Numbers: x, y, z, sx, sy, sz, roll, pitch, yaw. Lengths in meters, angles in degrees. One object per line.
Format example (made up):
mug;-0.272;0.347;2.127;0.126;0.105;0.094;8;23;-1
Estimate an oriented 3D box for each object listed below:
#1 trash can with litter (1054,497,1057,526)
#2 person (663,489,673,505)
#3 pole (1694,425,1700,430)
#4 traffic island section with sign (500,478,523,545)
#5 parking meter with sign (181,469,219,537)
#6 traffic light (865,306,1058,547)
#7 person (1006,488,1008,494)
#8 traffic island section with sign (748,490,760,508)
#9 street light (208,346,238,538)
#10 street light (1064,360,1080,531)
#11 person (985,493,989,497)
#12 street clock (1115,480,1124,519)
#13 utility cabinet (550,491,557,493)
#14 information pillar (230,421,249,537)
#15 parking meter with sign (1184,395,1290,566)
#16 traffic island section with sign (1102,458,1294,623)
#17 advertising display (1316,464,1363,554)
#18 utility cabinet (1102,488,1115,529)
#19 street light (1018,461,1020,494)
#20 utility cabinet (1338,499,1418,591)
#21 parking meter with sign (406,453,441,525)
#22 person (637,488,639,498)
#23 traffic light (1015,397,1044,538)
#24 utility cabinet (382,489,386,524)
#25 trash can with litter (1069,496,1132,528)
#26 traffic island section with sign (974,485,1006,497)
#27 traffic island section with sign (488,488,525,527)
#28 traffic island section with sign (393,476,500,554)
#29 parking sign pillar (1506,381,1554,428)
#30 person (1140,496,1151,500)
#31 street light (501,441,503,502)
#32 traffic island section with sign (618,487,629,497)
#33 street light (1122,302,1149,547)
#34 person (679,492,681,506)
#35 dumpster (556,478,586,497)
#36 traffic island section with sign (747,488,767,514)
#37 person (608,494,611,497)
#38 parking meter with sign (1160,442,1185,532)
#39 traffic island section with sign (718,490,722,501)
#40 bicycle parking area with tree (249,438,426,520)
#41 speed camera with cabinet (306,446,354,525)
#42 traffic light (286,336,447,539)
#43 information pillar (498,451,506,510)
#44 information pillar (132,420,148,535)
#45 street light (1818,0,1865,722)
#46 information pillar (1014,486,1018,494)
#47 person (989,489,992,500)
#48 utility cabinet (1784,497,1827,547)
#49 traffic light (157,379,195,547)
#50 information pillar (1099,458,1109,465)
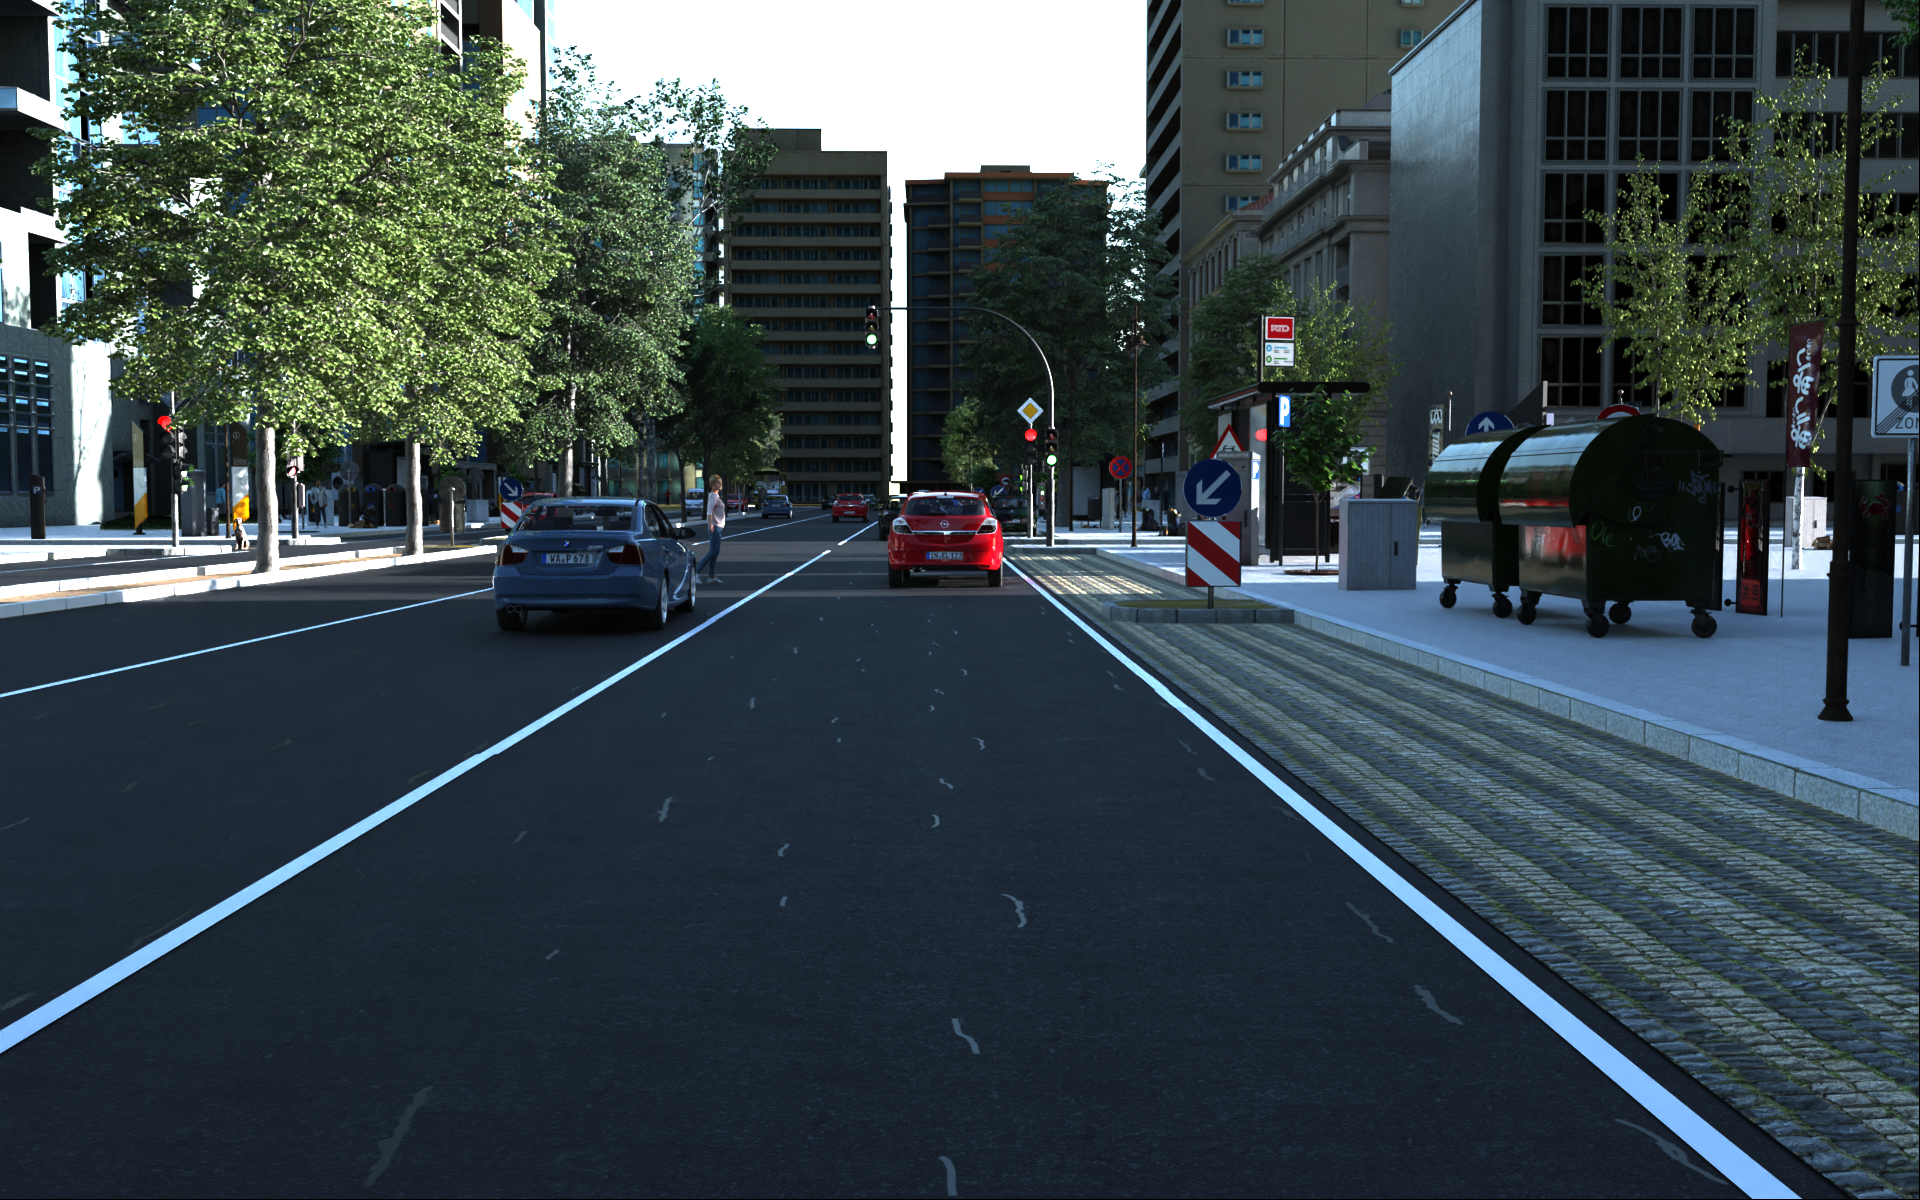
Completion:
trash can with litter;4.017;-3.532;69.142;0.624;1.170;1.055;1;4;21
person;-33.264;-11.696;197.209;1.348;1.831;0.705;1;4;9
pole;21.627;-3.493;50.949;0.158;3.312;0.155;0;3;0
traffic island section with sign;-12.727;-2.544;49.734;2.006;1.907;1.989;0;4;-1
parking meter with sign;-23.166;-3.432;52.375;0.543;3.016;1.738;1;4;14
traffic light;0.090;-4.124;42.096;4.771;5.953;1.251;0;4;-1
person;4.177;-9.002;153.226;0.705;1.824;1.348;2;4;35
traffic island section with sign;-21.543;-10.472;179.846;1.989;1.847;2.006;0;4;-1
street light;-21.203;-4.723;50.013;0.468;5.910;1.993;0;4;-1
street light;3.854;-5.327;59.877;0.468;5.910;1.993;0;4;-1
person;2.115;-9.584;162.749;1.348;1.822;0.705;-1;4;-18
street clock;8.071;-5.083;87.672;0.471;2.002;0.358;-3;4;-37
utility cabinet;-27.323;-6.656;117.499;0.318;1.500;1.173;1;4;20
information pillar;-21.829;-3.737;52.463;0.183;3.616;0.504;3;5;42
parking meter with sign;5.010;-2.138;31.217;1.738;3.016;0.543;2;4;31
traffic island section with sign;2.683;-0.696;20.007;1.989;1.847;2.006;0;4;-1
advertising display;8.145;-1.957;37.214;0.974;1.923;0.123;1;4;19
utility cabinet;5.397;-3.334;63.186;0.318;1.500;1.173;1;4;13
street light;3.162;-7.338;92.760;0.468;5.910;1.993;0;4;-1
utility cabinet;5.609;-0.738;23.233;1.020;1.237;0.306;-1;4;-14
parking meter with sign;-22.240;-4.582;71.172;1.738;3.016;0.543;-1;4;-8
person;-27.369;-8.690;148.139;0.705;1.822;1.348;0;4;-6
traffic light;2.015;-3.752;50.263;0.839;4.253;0.868;0;4;-1
utility cabinet;-24.615;-3.996;74.006;1.173;1.500;0.318;1;4;18
trash can with litter;5.370;-3.308;65.137;2.233;1.210;1.678;2;4;29
traffic island section with sign;1.538;-4.058;74.971;1.989;1.847;2.006;0;4;-1
traffic island section with sign;-19.388;-4.100;75.666;1.989;1.847;2.006;0;4;-1
traffic island section with sign;-12.583;-2.091;42.329;2.006;1.907;1.989;0;4;-1
parking sign pillar;13.741;-3.271;41.958;1.447;3.967;1.447;-2;4;-28
person;14.963;-8.134;139.581;0.990;1.755;0.434;1;4;20
street light;-21.782;-6.698;82.302;0.468;5.910;1.993;0;4;-1
traffic island section with sign;-19.937;-5.749;102.616;1.989;1.847;2.006;0;4;-1
street light;4.236;-4.231;41.958;0.468;5.910;1.993;0;4;-1
person;-30.792;-11.281;191.407;0.541;1.710;0.530;-1;4;-14
dumpster;-23.288;-6.186;103.631;1.502;2.255;1.985;0;4;-1
traffic island section with sign;-14.289;-7.139;124.857;2.006;1.907;1.989;0;4;-1
person;-41.141;-11.898;201.088;1.217;1.766;0.721;-2;4;-24
parking meter with sign;7.544;-3.759;57.714;1.738;3.016;0.543;1;4;13
traffic island section with sign;-20.956;-8.750;151.690;1.989;1.847;2.006;0;4;-1
bicycle parking area with tree;-31.872;-6.197;88.328;8.231;4.147;9.016;1;4;16
speed camera with cabinet;-25.749;-4.673;70.738;2.038;3.252;0.660;1;4;23
traffic light;-17.052;-4.601;49.890;4.771;5.953;1.251;0;4;-1
information pillar;-22.262;-5.680;84.229;0.183;3.616;0.504;2;4;23
information pillar;-25.821;-3.863;54.512;0.504;3.616;0.183;2;4;24
street light;4.980;-2.256;9.673;0.468;5.910;1.993;0;4;-1
information pillar;3.995;-7.238;122.829;0.304;2.012;0.304;0;4;3
person;3.093;-9.678;164.830;0.434;1.755;0.990;-3;4;-37
utility cabinet;20.431;-1.878;41.862;1.020;1.237;0.306;-1;4;-18
traffic light;-18.976;-3.236;41.828;0.839;4.253;0.868;0;4;-1
information pillar;7.389;-5.960;88.801;0.504;3.616;0.183;-1;4;-15
